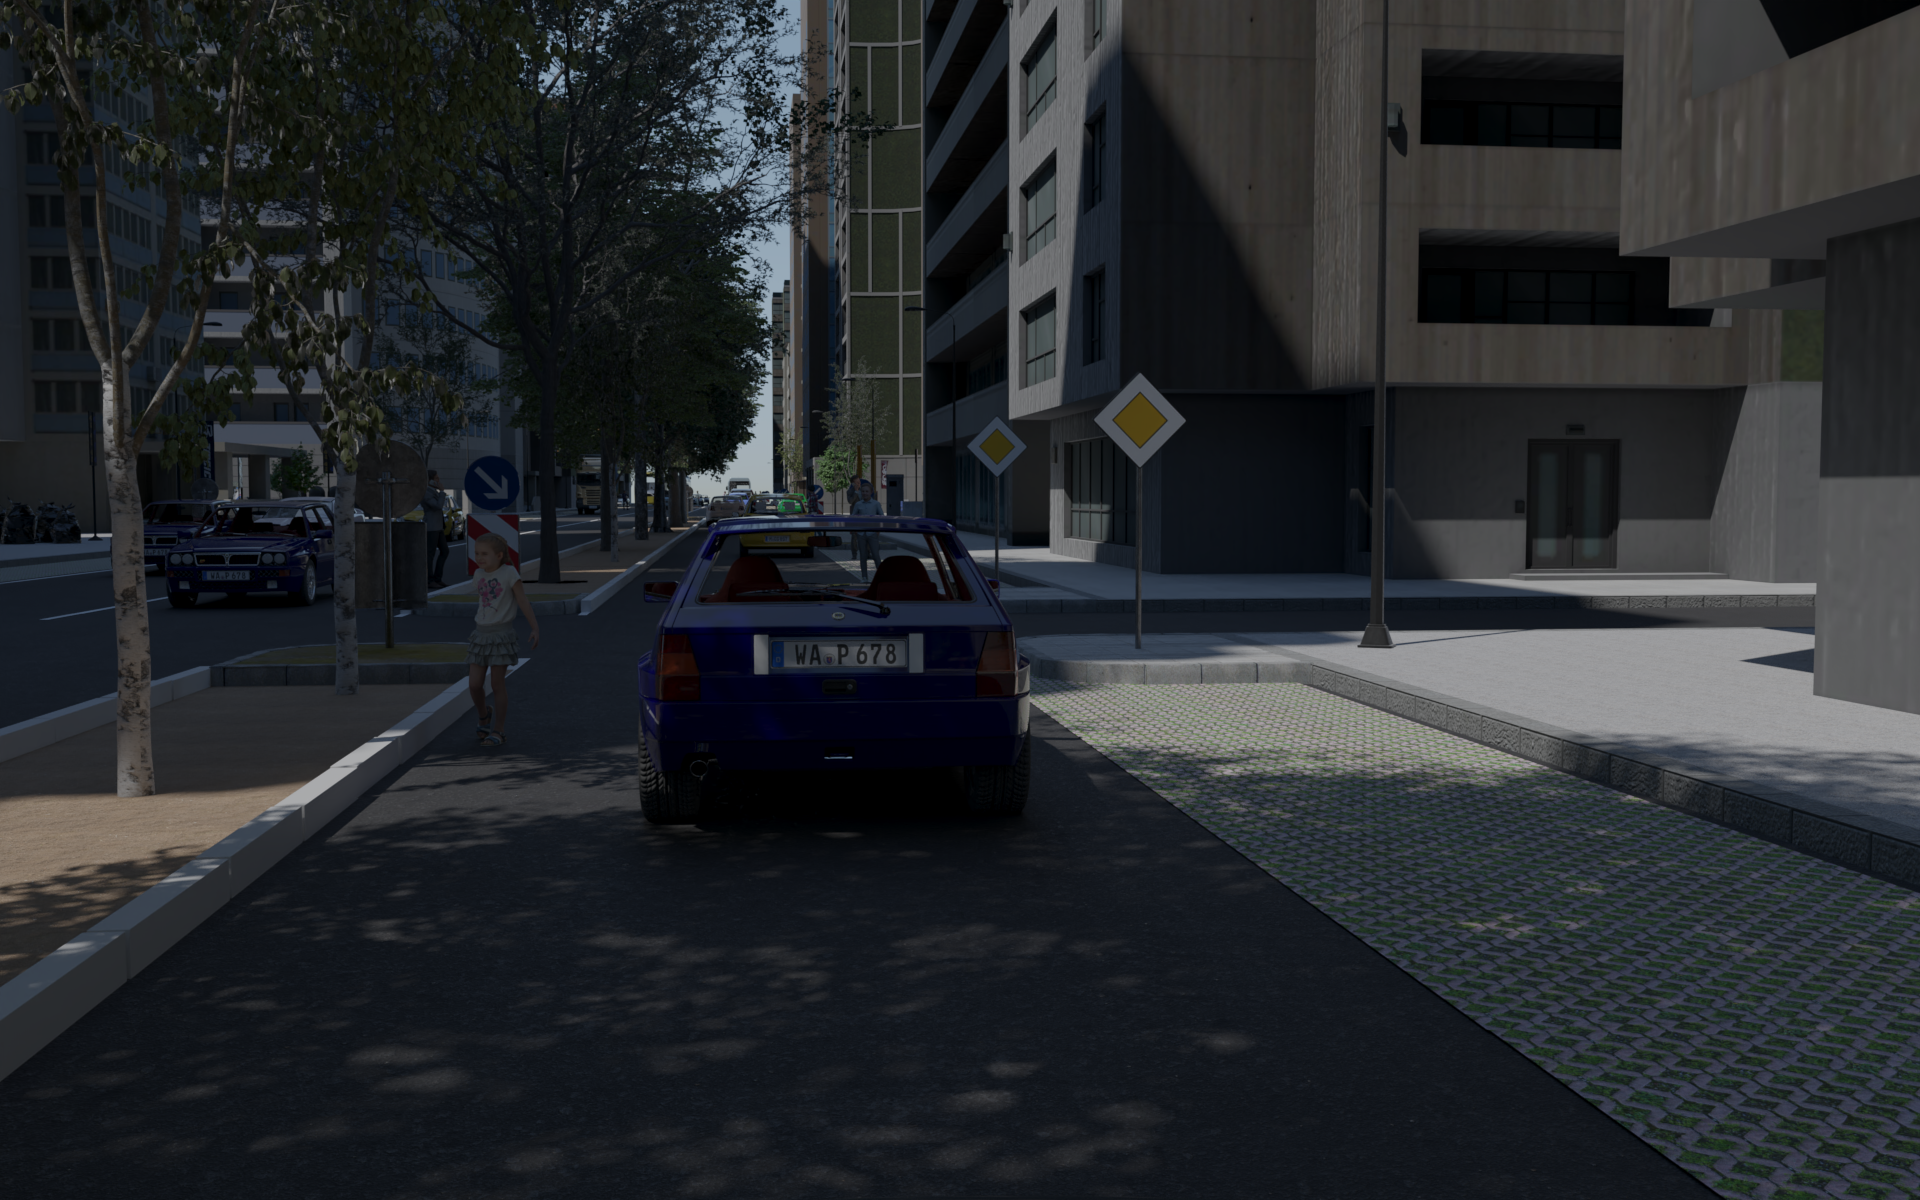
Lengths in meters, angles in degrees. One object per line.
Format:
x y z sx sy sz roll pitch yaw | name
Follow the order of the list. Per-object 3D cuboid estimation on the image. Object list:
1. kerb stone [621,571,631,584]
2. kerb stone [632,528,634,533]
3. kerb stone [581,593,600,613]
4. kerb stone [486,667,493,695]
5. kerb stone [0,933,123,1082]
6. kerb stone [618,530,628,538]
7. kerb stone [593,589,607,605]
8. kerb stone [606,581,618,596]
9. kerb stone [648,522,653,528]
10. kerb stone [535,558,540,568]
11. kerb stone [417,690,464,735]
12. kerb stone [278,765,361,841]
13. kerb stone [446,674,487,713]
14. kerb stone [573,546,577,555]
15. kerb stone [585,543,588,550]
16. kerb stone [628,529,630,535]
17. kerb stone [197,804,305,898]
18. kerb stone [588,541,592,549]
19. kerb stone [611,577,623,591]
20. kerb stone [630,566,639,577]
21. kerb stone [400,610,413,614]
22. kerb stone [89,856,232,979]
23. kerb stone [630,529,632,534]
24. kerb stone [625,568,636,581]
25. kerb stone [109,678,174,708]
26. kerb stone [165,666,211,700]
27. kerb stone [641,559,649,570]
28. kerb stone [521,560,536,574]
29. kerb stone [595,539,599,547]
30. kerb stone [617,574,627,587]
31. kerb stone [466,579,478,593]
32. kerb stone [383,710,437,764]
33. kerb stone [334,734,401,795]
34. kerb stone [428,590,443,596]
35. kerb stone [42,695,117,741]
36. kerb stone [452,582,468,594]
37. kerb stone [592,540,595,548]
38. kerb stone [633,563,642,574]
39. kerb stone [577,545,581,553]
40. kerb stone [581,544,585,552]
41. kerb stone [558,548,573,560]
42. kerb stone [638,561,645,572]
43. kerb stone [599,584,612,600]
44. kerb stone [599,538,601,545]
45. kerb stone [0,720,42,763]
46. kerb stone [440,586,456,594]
-5.351 -0.324 27.487 0.120 0.150 1.000 0 4 -7 | kerb stone
-11.811 -2.422 61.788 0.120 0.150 1.000 0 4 -7 | kerb stone
-4.575 0.049 21.389 0.120 0.150 1.000 0 4 -7 | kerb stone
-3.473 0.584 12.713 0.120 0.150 1.000 0 4 -7 | kerb stone
-2.447 1.079 4.587 0.120 0.150 1.000 0 4 -7 | kerb stone
-11.430 -2.235 58.743 0.120 0.150 1.000 0 4 -7 | kerb stone
-4.705 -0.011 22.407 0.120 0.150 1.000 0 4 -7 | kerb stone
-4.963 -0.135 24.443 0.120 0.150 1.000 0 4 -7 | kerb stone
-13.886 -3.415 78.073 0.120 0.150 1.000 0 4 -7 | kerb stone
-8.208 -0.680 33.320 0.120 0.150 1.000 0 4 -7 | kerb stone
-3.216 0.704 10.683 0.120 0.150 1.000 0 4 -7 | kerb stone
-2.827 0.892 7.635 0.120 0.150 1.000 0 4 -7 | kerb stone
-3.351 0.642 11.698 0.120 0.150 1.000 0 4 -7 | kerb stone
-9.105 -1.114 40.435 0.120 0.150 1.000 0 4 -7 | kerb stone
-9.497 -1.302 43.482 0.120 0.150 1.000 0 4 -7 | kerb stone
-11.559 -2.297 59.757 0.120 0.150 1.000 0 4 -7 | kerb stone
-2.702 0.953 6.620 0.120 0.150 1.000 0 4 -7 | kerb stone
-9.620 -1.364 44.497 0.120 0.150 1.000 0 4 -7 | kerb stone
-5.092 -0.200 25.459 0.120 0.150 1.000 0 4 -7 | kerb stone
-5.612 -0.448 29.527 0.120 0.150 1.000 0 4 -7 | kerb stone
-6.664 0.070 21.110 0.120 0.150 1.000 0 4 -7 | kerb stone
-2.572 1.017 5.602 0.120 0.150 1.000 0 4 -7 | kerb stone
-11.686 -2.360 60.774 0.120 0.150 1.000 0 4 -7 | kerb stone
-5.473 -0.386 28.511 0.120 0.150 1.000 0 4 -7 | kerb stone
-5.430 0.658 11.432 0.120 0.150 1.000 0 4 -7 | kerb stone
-5.553 0.600 12.450 0.120 0.150 1.000 0 4 -7 | kerb stone
-5.992 -0.629 32.571 0.120 0.150 1.000 0 4 -7 | kerb stone
-8.074 -0.618 32.306 0.120 0.150 1.000 0 4 -7 | kerb stone
-9.877 -1.488 46.526 0.120 0.150 1.000 0 4 -7 | kerb stone
-5.222 -0.262 26.473 0.120 0.150 1.000 0 4 -7 | kerb stone
-7.180 -0.179 25.199 0.120 0.150 1.000 0 4 -7 | kerb stone
-3.082 0.767 9.667 0.120 0.150 1.000 0 4 -7 | kerb stone
-2.964 0.828 8.651 0.120 0.150 1.000 0 4 -7 | kerb stone
-6.781 0.004 22.128 0.120 0.150 1.000 0 4 -7 | kerb stone
-5.309 0.722 10.417 0.120 0.150 1.000 0 4 -7 | kerb stone
-7.047 -0.121 24.174 0.120 0.150 1.000 0 4 -7 | kerb stone
-9.755 -1.426 45.512 0.120 0.150 1.000 0 4 -7 | kerb stone
-5.735 -0.511 30.543 0.120 0.150 1.000 0 4 -7 | kerb stone
-9.239 -1.170 41.449 0.120 0.150 1.000 0 4 -7 | kerb stone
-9.365 -1.240 42.469 0.120 0.150 1.000 0 4 -7 | kerb stone
-8.976 -1.052 39.417 0.120 0.150 1.000 0 4 -7 | kerb stone
-5.866 -0.573 31.557 0.120 0.150 1.000 0 4 -7 | kerb stone
-4.836 -0.075 23.429 0.120 0.150 1.000 0 4 -7 | kerb stone
-10.013 -1.548 47.549 0.120 0.150 1.000 0 4 -7 | kerb stone
-5.174 0.782 9.404 0.120 0.150 1.000 0 4 -7 | kerb stone
-6.916 -0.056 23.152 0.120 0.150 1.000 0 4 -7 | kerb stone
